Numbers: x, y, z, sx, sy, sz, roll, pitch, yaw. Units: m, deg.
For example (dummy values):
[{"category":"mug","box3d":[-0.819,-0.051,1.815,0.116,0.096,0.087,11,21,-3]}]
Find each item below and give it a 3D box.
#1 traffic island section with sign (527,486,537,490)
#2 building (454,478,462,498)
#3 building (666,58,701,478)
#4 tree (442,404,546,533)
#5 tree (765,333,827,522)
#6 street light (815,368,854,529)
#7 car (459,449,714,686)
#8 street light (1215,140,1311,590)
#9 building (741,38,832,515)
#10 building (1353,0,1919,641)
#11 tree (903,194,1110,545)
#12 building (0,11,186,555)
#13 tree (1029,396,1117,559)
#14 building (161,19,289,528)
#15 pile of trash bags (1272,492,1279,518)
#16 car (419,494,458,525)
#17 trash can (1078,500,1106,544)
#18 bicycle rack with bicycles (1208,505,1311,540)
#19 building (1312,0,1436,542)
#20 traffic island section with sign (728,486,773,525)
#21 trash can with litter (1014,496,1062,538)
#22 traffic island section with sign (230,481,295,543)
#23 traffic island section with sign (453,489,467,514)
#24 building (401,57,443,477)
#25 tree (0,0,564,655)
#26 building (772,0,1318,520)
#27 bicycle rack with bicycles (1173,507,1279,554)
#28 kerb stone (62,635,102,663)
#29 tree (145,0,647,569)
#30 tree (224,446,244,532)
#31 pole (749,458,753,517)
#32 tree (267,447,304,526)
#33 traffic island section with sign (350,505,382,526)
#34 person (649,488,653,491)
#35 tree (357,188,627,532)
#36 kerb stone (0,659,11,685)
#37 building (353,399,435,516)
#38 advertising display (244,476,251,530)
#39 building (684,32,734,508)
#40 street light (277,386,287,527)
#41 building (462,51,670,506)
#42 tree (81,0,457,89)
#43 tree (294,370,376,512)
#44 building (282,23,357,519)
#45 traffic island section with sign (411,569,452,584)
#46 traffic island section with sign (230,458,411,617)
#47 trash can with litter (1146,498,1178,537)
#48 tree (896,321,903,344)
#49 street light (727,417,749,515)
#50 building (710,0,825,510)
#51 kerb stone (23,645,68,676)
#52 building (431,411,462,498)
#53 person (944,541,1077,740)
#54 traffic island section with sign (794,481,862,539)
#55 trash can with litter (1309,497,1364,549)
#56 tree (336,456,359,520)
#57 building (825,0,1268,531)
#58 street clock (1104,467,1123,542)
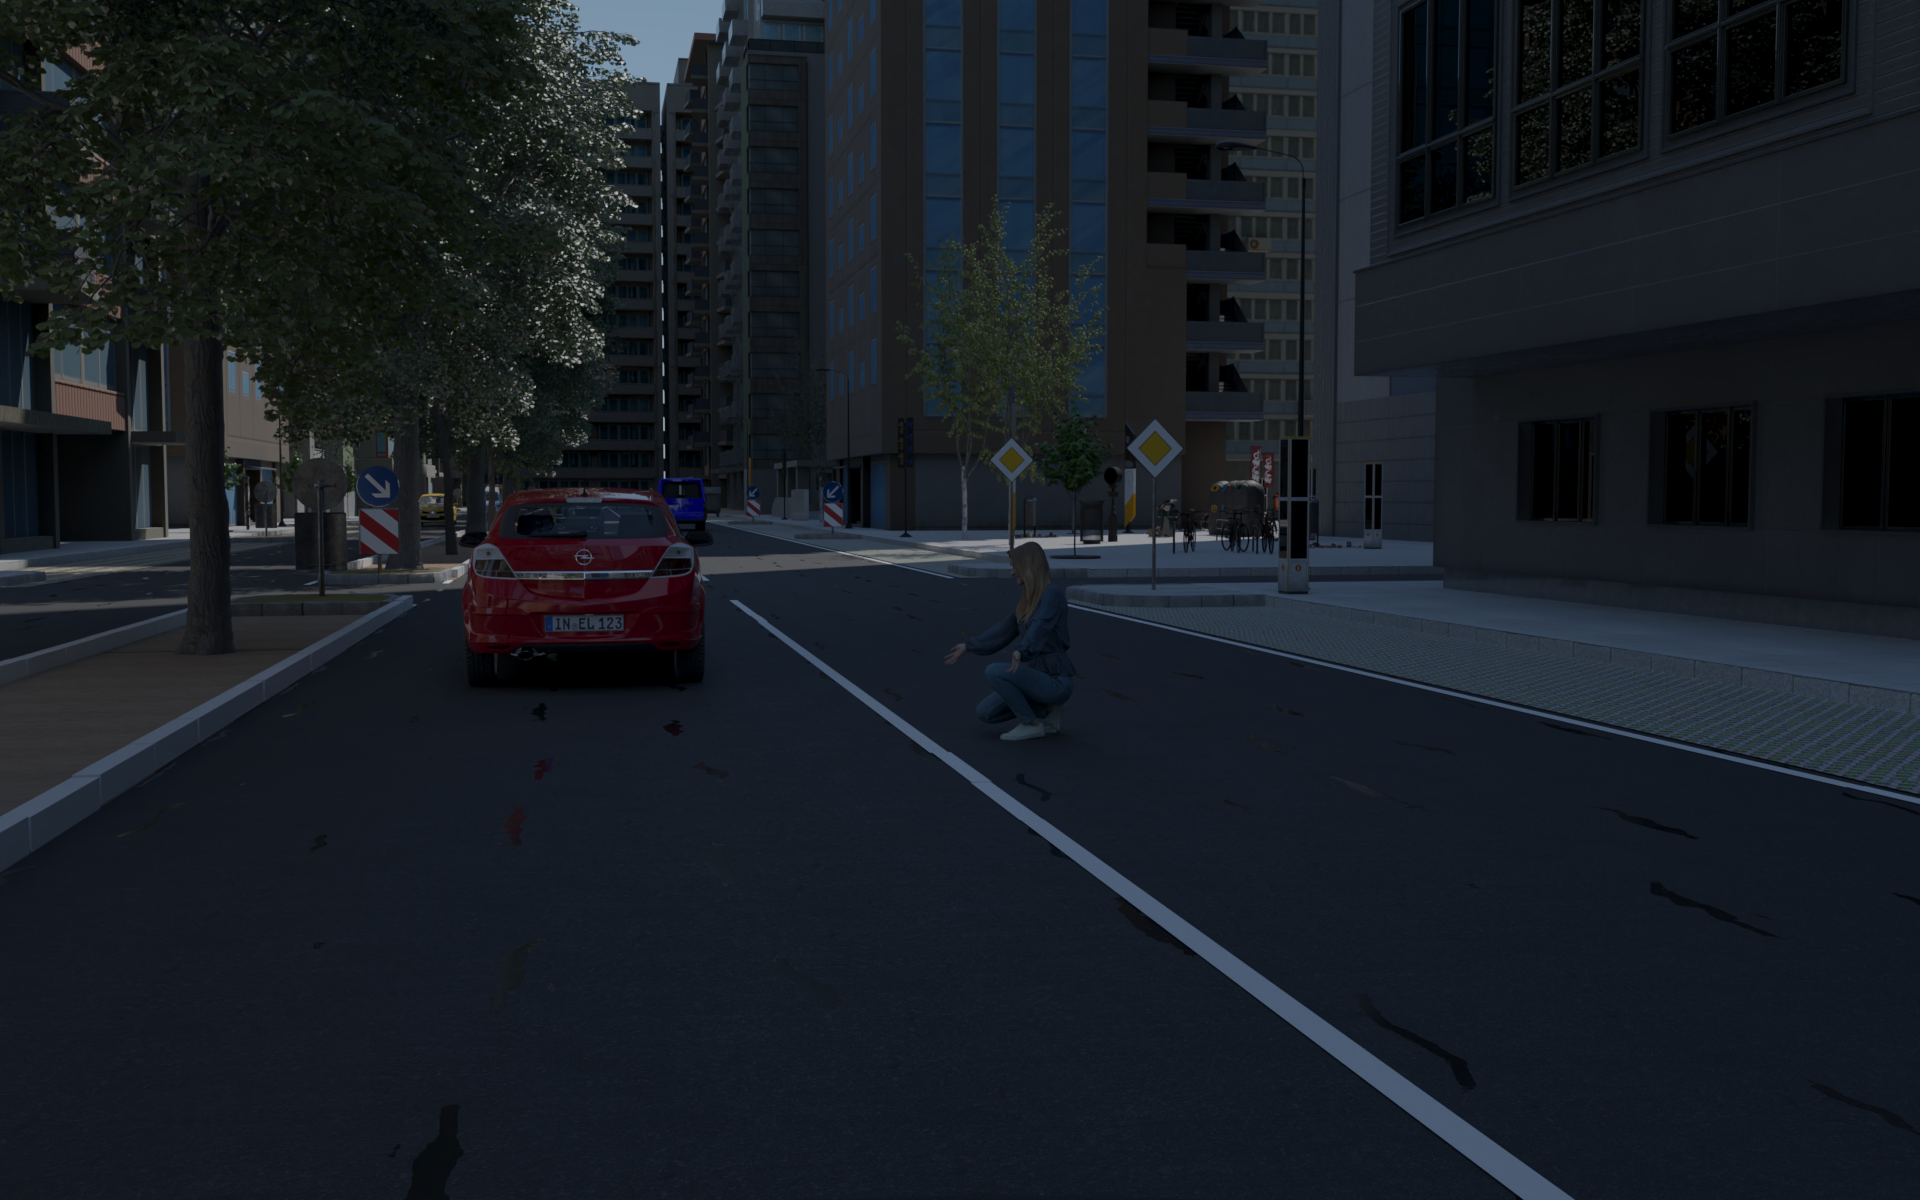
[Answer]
[{"category":"traffic island section with sign","box3d":[-25.193,-5.734,101.891,2.006,1.907,1.989,-1,4,-12]},{"category":"building","box3d":[-67.882,-30.697,193.774,23.993,40.220,32.217,-1,4,-12]},{"category":"building","box3d":[-23.175,-35.145,198.320,21.600,48.544,21.300,-1,4,-12]},{"category":"tree","box3d":[-15.745,-6.386,57.226,4.737,8.622,4.395,0,3,0]},{"category":"tree","box3d":[-6.517,-7.827,78.328,4.360,8.622,3.978,0,3,0]},{"category":"street light","box3d":[-4.656,-5.594,64.000,1.470,5.913,1.316,-1,4,-12]},{"category":"car","box3d":[-3.122,-0.336,14.531,2.155,1.783,4.494,-1,4,-11]},{"category":"street light","box3d":[4.034,-3.088,23.034,1.470,5.913,1.316,-1,4,-12]},{"category":"building","box3d":[-7.581,-21.000,115.049,14.160,30.474,14.107,-1,4,-12]},{"category":"building","box3d":[14.909,-11.643,9.436,14.314,24.678,30.058,-1,4,-12]},{"category":"tree","box3d":[1.543,-5.697,43.501,4.737,8.622,4.395,0,3,0]},{"category":"building","box3d":[-31.146,-23.563,39.885,22.147,44.769,28.867,-1,4,-12]},{"category":"tree","box3d":[2.161,-2.441,34.515,1.663,3.219,1.824,0,3,0]},{"category":"building","box3d":[-35.715,-25.622,69.038,14.600,45.320,14.200,-1,4,-12]},{"category":"pile of trash bags","box3d":[13.951,-4.508,83.457,3.447,1.369,1.912,0,4,-1]},{"category":"car","box3d":[-23.647,-4.150,78.076,2.015,1.641,3.980,-1,4,-13]},{"category":"trash can","box3d":[3.392,-2.014,44.582,0.748,1.137,0.748,0,3,0]},{"category":"bicycle rack with bicycles","box3d":[8.161,-2.073,47.284,2.852,0.926,2.925,0,4,-1]},{"category":"building","box3d":[26.420,-30.845,46.323,28.212,58.520,21.231,-1,4,-12]},{"category":"traffic island section with sign","box3d":[-9.920,-4.465,81.624,1.989,1.847,2.006,-1,4,-12]},{"category":"trash can with litter","box3d":[2.388,-2.467,51.387,1.678,1.210,2.233,3,5,39]},{"category":"traffic island section with sign","box3d":[-20.674,-2.624,51.530,1.989,1.847,2.006,-1,4,-12]},{"category":"traffic island section with sign","box3d":[-36.992,-7.283,127.709,1.989,1.847,2.006,-1,4,-12]},{"category":"building","box3d":[-56.263,-33.579,138.261,28.713,52.752,27.495,-1,4,-12]},{"category":"tree","box3d":[-6.913,-5.806,15.519,7.486,12.596,7.792,0,3,0]},{"category":"building","box3d":[6.325,-24.684,95.469,32.217,40.220,23.993,-1,4,-12]},{"category":"bicycle rack with bicycles","box3d":[5.727,-1.511,38.089,2.852,0.926,2.925,0,4,8]},{"category":"kerb stone","box3d":[-7.660,0.443,15.007,0.120,0.150,1.000,-1,4,-12]},{"category":"tree","box3d":[-10.348,-7.507,31.852,9.857,13.997,8.962,0,3,0]},{"category":"tree","box3d":[-25.021,-3.895,58.285,1.663,3.219,1.824,0,3,0]},{"category":"pole","box3d":[-11.788,-6.342,97.538,0.158,3.312,0.155,0,3,0]},{"category":"tree","box3d":[-27.228,-4.676,71.050,1.663,3.219,1.824,0,3,0]},{"category":"traffic island section with sign","box3d":[-26.364,-4.251,78.139,1.989,1.847,2.006,-1,4,-12]},{"category":"person","box3d":[-16.020,-4.933,89.998,0.563,1.720,0.643,-2,4,-31]},{"category":"tree","box3d":[-17.724,-9.326,65.303,12.009,13.543,11.850,0,3,0]},{"category":"kerb stone","box3d":[-7.232,0.562,13.000,0.120,0.150,1.000,-1,4,-12]},{"category":"building","box3d":[-49.682,-16.318,111.839,27.650,21.520,28.899,-1,4,-12]},{"category":"advertising display","box3d":[-25.589,-3.486,62.206,0.123,1.923,0.974,-1,4,-19]},{"category":"building","box3d":[-14.921,-31.309,166.523,22.147,44.769,28.867,-1,4,-12]},{"category":"street light","box3d":[-26.042,-5.827,67.815,1.470,5.913,1.316,-1,4,-12]},{"category":"building","box3d":[-44.416,-34.864,193.721,21.600,48.544,21.300,-1,4,-12]},{"category":"tree","box3d":[-5.003,-4.362,8.186,8.767,10.594,7.601,-1,4,-12]},{"category":"tree","box3d":[-30.129,-8.108,82.921,4.360,8.622,3.978,0,3,0]},{"category":"building","box3d":[-40.327,-24.904,90.779,14.154,41.232,14.086,-1,4,-12]},{"category":"traffic island section with sign","box3d":[-9.451,-1.240,28.413,2.006,1.907,1.989,-1,4,-12]},{"category":"traffic island section with sign","box3d":[-7.910,-0.797,21.168,2.006,1.907,1.989,-1,4,-12]},{"category":"trash can with litter","box3d":[5.991,-2.465,51.685,0.624,1.170,1.055,-3,5,-42]},{"category":"tree","box3d":[0.163,-6.010,48.633,4.737,8.622,4.395,0,3,0]},{"category":"street light","box3d":[-13.350,-8.069,104.471,1.470,5.913,1.316,-1,4,-12]},{"category":"building","box3d":[-7.523,-31.687,137.696,23.786,49.044,30.456,-1,4,-12]},{"category":"kerb stone","box3d":[-7.446,0.504,14.006,0.120,0.150,1.000,-1,4,-12]},{"category":"building","box3d":[-55.351,-29.531,166.426,14.086,41.232,14.154,-1,4,-12]},{"category":"person","box3d":[0.338,0.236,10.138,0.738,1.151,1.012,0,4,-8]},{"category":"traffic island section with sign","box3d":[-4.263,-2.853,55.267,1.989,1.847,2.006,-1,4,-12]},{"category":"trash can with litter","box3d":[8.725,-1.854,41.375,2.233,1.210,1.678,-1,4,-13]},{"category":"tree","box3d":[-30.810,-5.677,87.417,1.663,3.219,1.824,0,3,0]},{"category":"building","box3d":[2.572,-25.489,66.856,14.600,45.320,14.200,-1,4,-12]},{"category":"street clock","box3d":[4.107,-2.565,46.500,0.471,2.002,0.358,3,5,44]}]
